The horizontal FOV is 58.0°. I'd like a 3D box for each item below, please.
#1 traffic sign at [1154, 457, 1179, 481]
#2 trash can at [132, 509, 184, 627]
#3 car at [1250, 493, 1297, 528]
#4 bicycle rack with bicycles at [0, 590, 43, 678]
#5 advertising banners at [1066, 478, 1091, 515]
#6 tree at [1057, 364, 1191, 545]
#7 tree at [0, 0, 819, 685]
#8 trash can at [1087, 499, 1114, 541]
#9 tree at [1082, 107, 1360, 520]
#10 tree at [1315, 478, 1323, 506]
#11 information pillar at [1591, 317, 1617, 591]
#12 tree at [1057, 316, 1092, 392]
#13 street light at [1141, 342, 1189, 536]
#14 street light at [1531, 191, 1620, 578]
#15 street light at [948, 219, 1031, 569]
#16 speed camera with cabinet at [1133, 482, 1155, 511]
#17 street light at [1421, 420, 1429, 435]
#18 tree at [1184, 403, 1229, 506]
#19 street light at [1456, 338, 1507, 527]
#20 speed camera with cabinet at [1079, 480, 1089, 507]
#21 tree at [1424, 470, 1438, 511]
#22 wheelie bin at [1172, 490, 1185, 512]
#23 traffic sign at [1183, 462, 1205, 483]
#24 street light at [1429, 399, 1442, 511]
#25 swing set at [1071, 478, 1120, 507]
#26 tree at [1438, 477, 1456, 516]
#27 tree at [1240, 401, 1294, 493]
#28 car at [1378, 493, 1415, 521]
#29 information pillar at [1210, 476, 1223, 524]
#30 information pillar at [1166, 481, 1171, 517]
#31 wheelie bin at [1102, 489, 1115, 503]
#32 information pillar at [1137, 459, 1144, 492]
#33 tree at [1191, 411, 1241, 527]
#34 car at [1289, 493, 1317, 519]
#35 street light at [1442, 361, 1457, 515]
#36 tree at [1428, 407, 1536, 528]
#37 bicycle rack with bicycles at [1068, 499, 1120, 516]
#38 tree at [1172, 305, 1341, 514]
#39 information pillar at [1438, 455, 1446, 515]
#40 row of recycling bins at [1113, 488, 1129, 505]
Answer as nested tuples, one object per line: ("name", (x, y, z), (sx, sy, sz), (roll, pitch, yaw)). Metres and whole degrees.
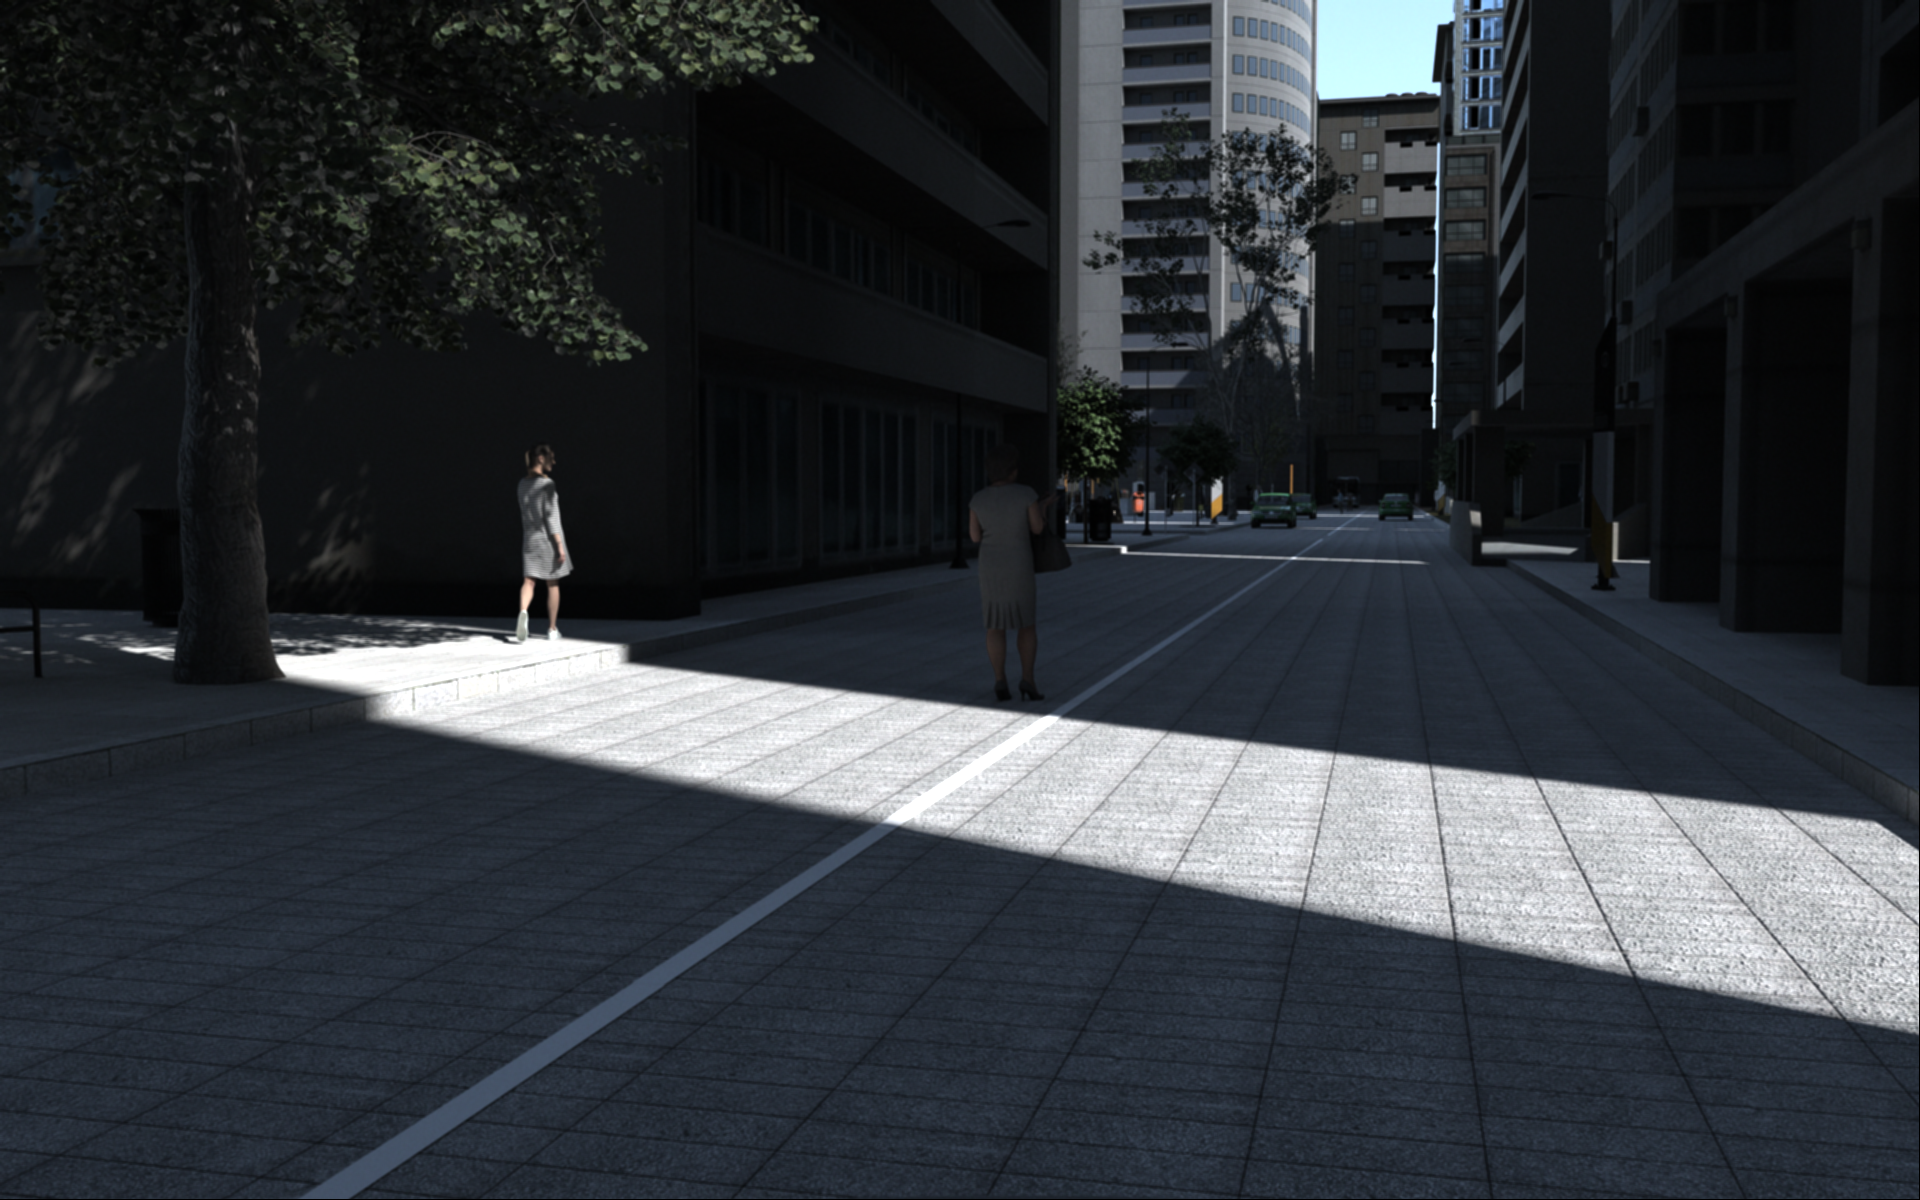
("traffic sign", (6.460, -3.197, 54.459), (0.795, 2.593, 0.064), (1, 4, 14))
("trash can", (-7.626, -0.318, 16.852), (0.748, 1.137, 0.748), (0, 3, 0))
("car", (13.405, -3.982, 73.904), (1.959, 1.807, 4.718), (1, 4, 13))
("bicycle rack with bicycles", (-7.893, 0.092, 11.883), (2.852, 0.926, 2.925), (3, 4, 38))
("advertising banners", (6.995, -6.543, 103.168), (2.074, 3.025, 0.090), (3, 4, 38))
("tree", (3.279, -3.676, 43.812), (4.285, 4.588, 4.351), (0, 3, 0))
("tree", (-5.083, -6.423, 11.670), (9.857, 13.997, 8.962), (0, 3, 0))
("trash can", (3.822, -2.178, 47.259), (0.748, 1.137, 0.748), (0, 3, 0))
("tree", (12.632, -14.022, 85.148), (12.611, 20.169, 13.585), (0, 3, 0))
("tree", (38.245, -11.778, 187.166), (1.663, 3.219, 1.824), (0, 3, 0))
("information pillar", (8.610, -1.946, 23.164), (0.183, 3.616, 0.504), (0, 4, -3))
("tree", (3.606, -7.471, 72.509), (4.360, 8.622, 3.978), (0, 3, 0))
("street light", (6.305, -4.937, 53.256), (1.470, 5.913, 1.316), (1, 4, 14))
("street light", (9.452, -3.307, 26.614), (1.470, 5.913, 1.316), (1, 4, 14))
("street light", (0.512, -3.486, 29.534), (1.470, 5.913, 1.316), (1, 4, 14))
("speed camera with cabinet", (13.794, -8.287, 129.831), (0.660, 3.252, 2.038), (3, 5, 44))
("street light", (29.819, -8.327, 108.687), (1.470, 5.913, 1.316), (1, 4, 14))
("tree", (18.714, -11.147, 132.618), (4.360, 8.622, 3.978), (0, 3, 0))
("street light", (15.617, -4.832, 51.539), (1.470, 5.913, 1.316), (1, 4, 14))
("speed camera with cabinet", (7.920, -7.119, 110.730), (0.660, 3.252, 2.038), (0, 4, 6))
("tree", (37.106, -8.617, 135.490), (1.663, 3.219, 1.824), (0, 3, 0))
("wheelie bin", (15.885, -7.206, 125.721), (0.980, 1.594, 0.693), (-2, 4, -27))
("traffic sign", (8.388, -3.671, 62.208), (0.795, 2.593, 0.064), (1, 4, 14))
("street light", (23.875, -6.878, 85.003), (1.470, 5.913, 1.316), (1, 4, 14))
("swing set", (8.953, -7.271, 116.500), (3.119, 2.851, 2.862), (-1, 4, -11))
("tree", (29.665, -6.610, 102.671), (1.663, 3.219, 1.824), (0, 3, 0))
("tree", (23.049, -10.880, 128.252), (4.737, 8.622, 4.395), (0, 3, 0))
("car", (23.843, -5.248, 94.596), (1.959, 1.807, 4.718), (1, 4, 15))
("information pillar", (11.093, -5.107, 74.854), (0.504, 3.616, 0.183), (1, 4, 12))
("information pillar", (11.791, -5.736, 98.282), (0.304, 2.012, 0.304), (0, 4, 0))
("wheelie bin", (9.552, -6.352, 111.761), (0.693, 1.594, 0.980), (-3, 4, -37))
("information pillar", (11.978, -7.544, 114.700), (0.504, 3.616, 0.183), (2, 4, 34))
("tree", (9.302, -5.155, 67.991), (4.285, 4.588, 4.351), (0, 3, 0))
("car", (19.584, -5.567, 99.809), (1.959, 1.807, 4.718), (1, 4, 14))
("street light", (17.769, -5.391, 60.683), (1.470, 5.913, 1.316), (1, 4, 14))
("tree", (19.948, -4.982, 65.162), (4.285, 4.588, 4.351), (0, 3, 0))
("bicycle rack with bicycles", (7.386, -5.267, 99.500), (2.852, 0.926, 2.925), (-1, 4, -9))
("tree", (19.247, -12.288, 111.283), (12.009, 13.543, 11.850), (0, 3, 0))
("information pillar", (28.997, -6.902, 104.204), (0.183, 3.616, 0.504), (-2, 4, -33))
("row of recycling bins", (11.638, -7.341, 127.131), (1.069, 1.692, 3.534), (1, 4, 19))
